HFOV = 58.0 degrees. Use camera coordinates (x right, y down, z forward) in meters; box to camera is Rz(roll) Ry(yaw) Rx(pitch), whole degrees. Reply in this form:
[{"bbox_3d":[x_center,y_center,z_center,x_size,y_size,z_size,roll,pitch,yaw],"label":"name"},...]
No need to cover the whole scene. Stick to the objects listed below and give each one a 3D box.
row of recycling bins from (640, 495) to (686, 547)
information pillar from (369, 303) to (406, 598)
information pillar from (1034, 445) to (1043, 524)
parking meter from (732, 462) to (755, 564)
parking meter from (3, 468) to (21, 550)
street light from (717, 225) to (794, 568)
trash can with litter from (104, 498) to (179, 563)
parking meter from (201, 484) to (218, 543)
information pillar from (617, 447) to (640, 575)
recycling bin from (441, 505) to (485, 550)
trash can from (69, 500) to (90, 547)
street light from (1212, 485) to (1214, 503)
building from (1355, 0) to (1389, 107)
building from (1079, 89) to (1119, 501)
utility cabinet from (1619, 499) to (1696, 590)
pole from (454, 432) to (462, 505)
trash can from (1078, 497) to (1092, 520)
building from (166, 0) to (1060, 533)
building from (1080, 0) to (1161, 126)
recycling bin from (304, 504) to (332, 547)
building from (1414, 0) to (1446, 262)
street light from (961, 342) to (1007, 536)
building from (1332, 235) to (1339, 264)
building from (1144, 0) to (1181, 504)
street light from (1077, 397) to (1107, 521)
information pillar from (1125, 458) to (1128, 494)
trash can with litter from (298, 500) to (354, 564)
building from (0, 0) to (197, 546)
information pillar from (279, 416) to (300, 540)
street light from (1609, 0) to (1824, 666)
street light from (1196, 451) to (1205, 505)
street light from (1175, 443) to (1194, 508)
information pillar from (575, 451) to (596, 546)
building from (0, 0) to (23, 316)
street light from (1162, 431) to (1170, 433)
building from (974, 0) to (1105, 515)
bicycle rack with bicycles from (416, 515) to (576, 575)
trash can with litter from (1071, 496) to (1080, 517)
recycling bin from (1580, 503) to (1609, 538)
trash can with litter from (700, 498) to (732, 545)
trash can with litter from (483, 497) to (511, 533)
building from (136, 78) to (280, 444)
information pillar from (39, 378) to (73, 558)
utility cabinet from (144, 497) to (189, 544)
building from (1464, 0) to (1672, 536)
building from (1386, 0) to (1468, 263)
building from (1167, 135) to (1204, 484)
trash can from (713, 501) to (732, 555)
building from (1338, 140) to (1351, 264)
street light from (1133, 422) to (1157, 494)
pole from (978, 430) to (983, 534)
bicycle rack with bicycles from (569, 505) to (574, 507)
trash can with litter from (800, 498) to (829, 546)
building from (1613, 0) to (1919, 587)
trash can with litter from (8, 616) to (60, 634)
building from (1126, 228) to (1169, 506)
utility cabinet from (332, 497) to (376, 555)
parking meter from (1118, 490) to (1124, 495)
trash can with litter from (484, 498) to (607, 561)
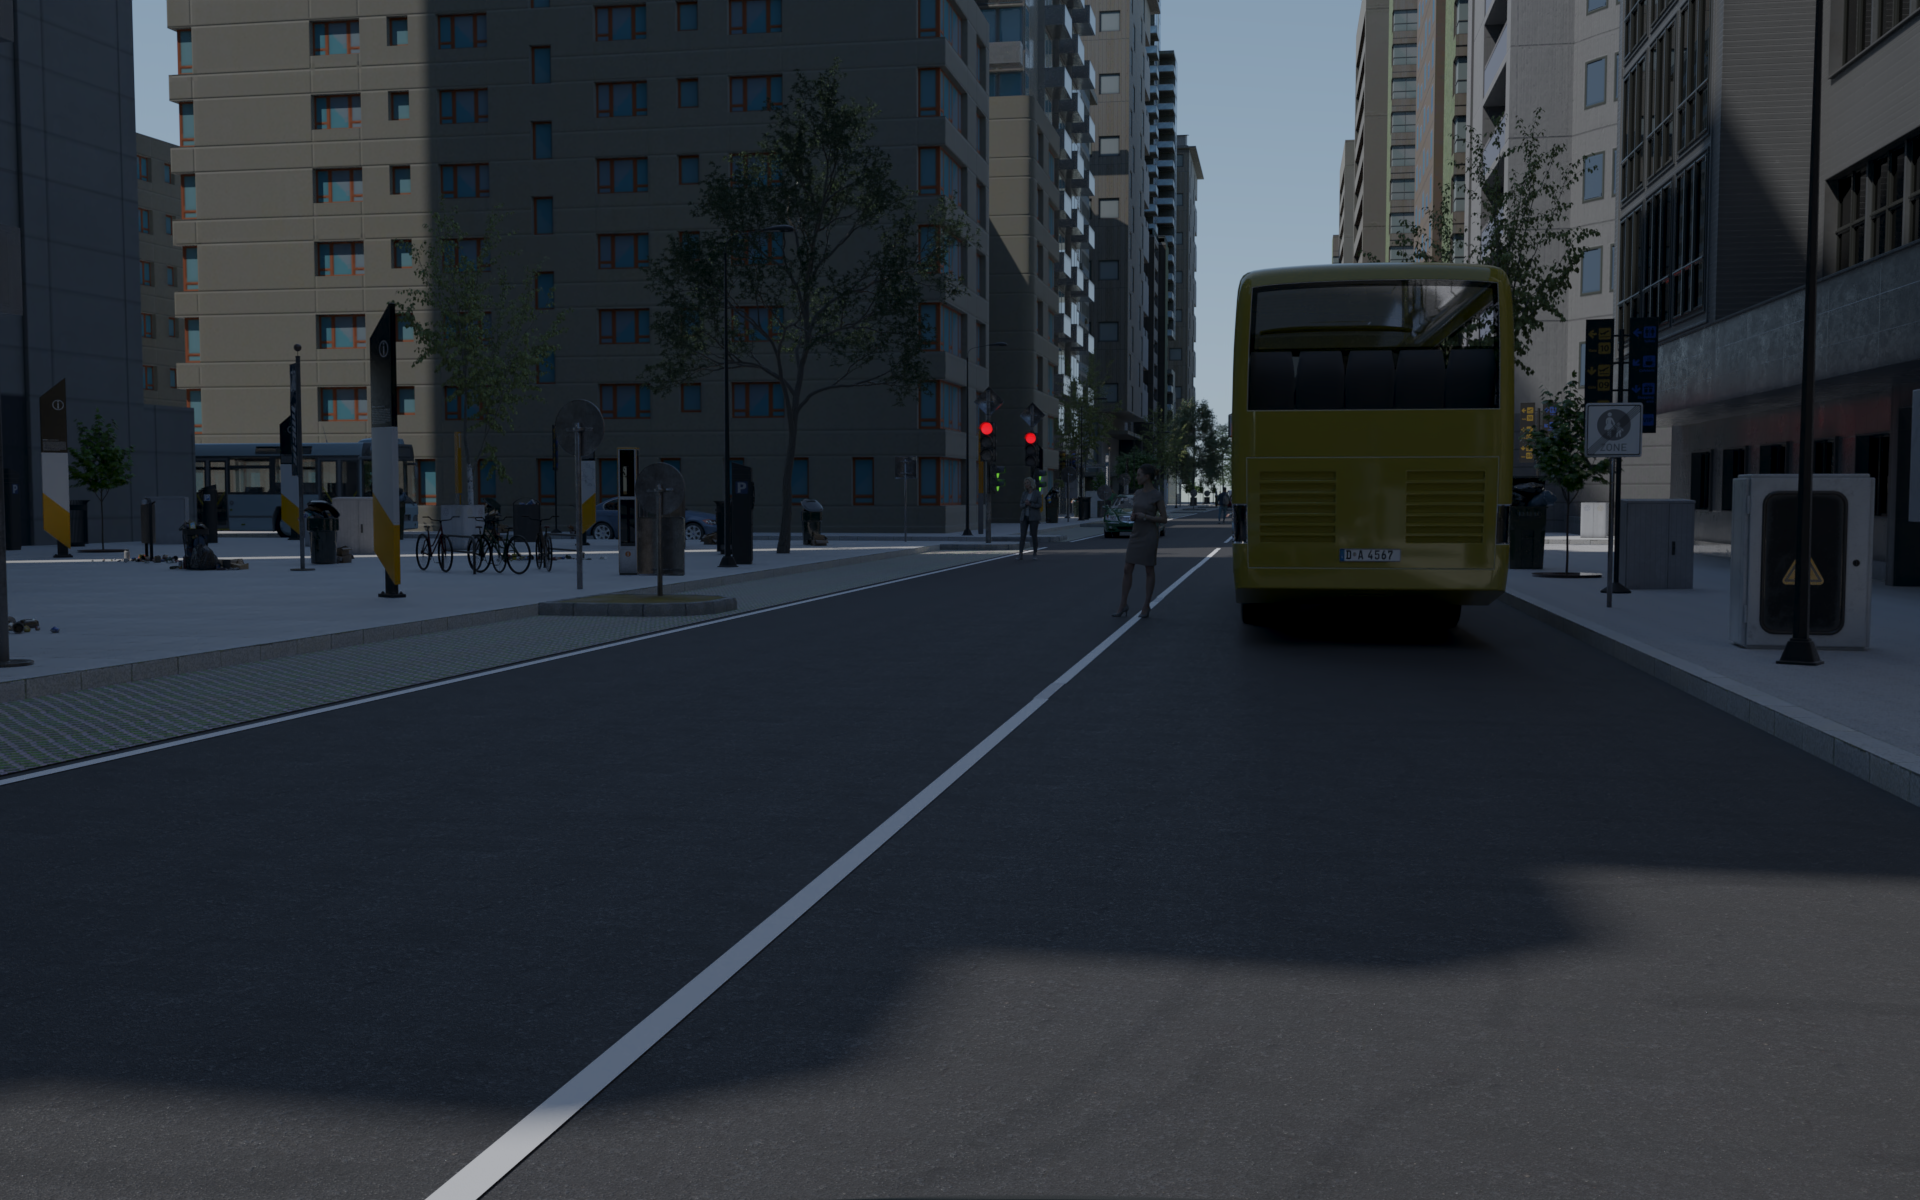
[{"bbox_3d":[-7.318,-2.111,41.634,1.069,1.692,3.534,-1,4,-22],"label":"row of recycling bins"},{"bbox_3d":[-7.118,-1.841,21.460,0.504,3.616,0.183,3,5,41],"label":"information pillar"},{"bbox_3d":[3.369,-5.115,74.991,0.504,3.616,0.183,-2,4,-31],"label":"information pillar"},{"bbox_3d":[-3.953,-1.584,31.615,0.399,1.863,0.255,0,4,0],"label":"parking meter"},{"bbox_3d":[-21.661,-2.068,39.524,0.255,1.863,0.399,0,4,4],"label":"parking meter"},{"bbox_3d":[-3.546,-3.523,30.138,1.470,5.913,1.316,1,4,11],"label":"street light"},{"bbox_3d":[-15.405,-1.329,32.783,1.678,1.210,2.233,-2,4,-35],"label":"trash can with litter"},{"bbox_3d":[-19.649,-2.259,45.338,0.372,1.533,0.369,0,3,0],"label":"parking meter"},{"bbox_3d":[-5.243,-1.403,27.436,0.304,2.012,0.304,0,4,-2],"label":"information pillar"},{"bbox_3d":[-11.485,-1.681,40.031,0.722,1.027,0.722,2,4,25],"label":"recycling bin"},{"bbox_3d":[-21.627,-1.873,42.279,0.748,1.137,0.748,0,3,0],"label":"trash can"},{"bbox_3d":[30.073,-14.537,210.222,1.470,5.913,1.316,1,4,11],"label":"street light"},{"bbox_3d":[46.453,-32.481,154.766,21.300,48.544,21.600,1,4,11],"label":"building"},{"bbox_3d":[-2.303,-27.546,142.265,32.217,40.220,23.993,1,4,11],"label":"building"},{"bbox_3d":[9.400,-0.750,23.428,1.020,1.237,0.306,-1,4,-11],"label":"utility cabinet"},{"bbox_3d":[-16.480,-3.858,56.921,0.158,3.312,0.155,0,3,0],"label":"pole"},{"bbox_3d":[6.212,-4.570,86.369,0.748,1.137,0.748,0,3,0],"label":"trash can"},{"bbox_3d":[-11.421,-13.911,72.480,27.650,21.520,28.899,1,4,11],"label":"building"},{"bbox_3d":[4.022,-35.370,167.537,28.713,52.752,27.495,1,4,11],"label":"building"},{"bbox_3d":[-15.549,-1.827,42.430,0.722,1.027,0.722,2,4,35],"label":"recycling bin"},{"bbox_3d":[34.343,-27.612,101.569,14.600,45.320,14.200,1,4,11],"label":"building"},{"bbox_3d":[0.760,-4.936,53.245,1.470,5.913,1.316,1,4,11],"label":"street light"},{"bbox_3d":[65.426,-36.028,272.644,14.154,41.232,14.086,1,4,11],"label":"building"},{"bbox_3d":[18.582,-56.010,228.433,22.319,86.520,31.000,1,4,11],"label":"building"},{"bbox_3d":[6.380,-6.777,83.337,1.470,5.913,1.316,1,4,11],"label":"street light"},{"bbox_3d":[10.804,-7.389,112.157,0.183,3.616,0.504,-1,4,-9],"label":"information pillar"},{"bbox_3d":[-11.677,-1.259,31.974,0.624,1.170,1.055,1,4,9],"label":"trash can with litter"},{"bbox_3d":[-33.725,-36.747,39.059,20.611,71.187,20.563,1,4,11],"label":"building"},{"bbox_3d":[-18.622,-3.474,48.154,0.504,3.616,0.183,0,4,-3],"label":"information pillar"},{"bbox_3d":[5.825,-2.476,13.029,1.470,5.913,1.316,1,4,11],"label":"street light"},{"bbox_3d":[25.800,-13.134,187.273,1.470,5.913,1.316,1,4,11],"label":"street light"},{"bbox_3d":[20.282,-11.343,157.994,1.470,5.913,1.316,1,4,11],"label":"street light"},{"bbox_3d":[-9.343,-3.168,43.151,0.504,3.616,0.183,0,4,0],"label":"information pillar"},{"bbox_3d":[-23.956,-23.827,9.180,23.786,49.044,30.456,1,4,11],"label":"building"},{"bbox_3d":[14.877,-9.537,128.472,1.470,5.913,1.316,1,4,11],"label":"street light"},{"bbox_3d":[-3.495,-29.897,108.420,23.786,49.044,30.456,1,4,11],"label":"building"},{"bbox_3d":[-7.506,-0.932,28.625,2.852,0.926,2.925,-2,4,-31],"label":"bicycle rack with bicycles"},{"bbox_3d":[6.443,-5.100,94.773,0.624,1.170,1.055,1,4,10],"label":"trash can with litter"},{"bbox_3d":[18.652,-2.344,50.874,0.722,1.027,0.722,2,4,26],"label":"recycling bin"},{"bbox_3d":[-6.095,-1.979,43.745,1.055,1.170,0.624,2,4,28],"label":"trash can with litter"},{"bbox_3d":[-15.231,-2.794,57.077,1.055,1.170,0.624,2,4,32],"label":"trash can with litter"},{"bbox_3d":[-53.975,-14.557,83.046,28.899,21.520,27.650,1,4,11],"label":"building"},{"bbox_3d":[-18.161,-2.656,34.781,0.504,3.616,0.183,-2,4,-35],"label":"information pillar"},{"bbox_3d":[-20.228,-2.020,44.185,1.020,1.237,0.306,0,4,-3],"label":"utility cabinet"},{"bbox_3d":[32.683,-31.559,57.988,28.212,58.520,21.231,1,4,11],"label":"building"},{"bbox_3d":[40.858,-27.749,137.289,14.154,41.232,14.086,1,4,11],"label":"building"},{"bbox_3d":[21.366,-40.993,259.470,28.713,52.752,27.495,1,4,11],"label":"building"},{"bbox_3d":[-4.882,-1.544,36.898,0.748,1.137,0.748,0,3,0],"label":"trash can"},{"bbox_3d":[60.012,-36.700,223.753,21.300,48.544,21.600,1,4,11],"label":"building"},{"bbox_3d":[11.854,-8.564,112.568,1.470,5.913,1.316,1,4,11],"label":"street light"},{"bbox_3d":[0.665,-3.765,55.408,0.158,3.312,0.155,0,3,0],"label":"pole"},{"bbox_3d":[-11.604,-2.665,56.955,2.852,0.926,2.925,0,4,-3],"label":"bicycle rack with bicycles"},{"bbox_3d":[-3.566,-1.947,43.218,0.624,1.170,1.055,-2,4,-28],"label":"trash can with litter"},{"bbox_3d":[18.719,-12.465,22.870,14.314,24.678,30.058,1,4,11],"label":"building"},{"bbox_3d":[-9.139,-0.288,15.763,1.678,1.210,2.233,0,4,-6],"label":"trash can with litter"},{"bbox_3d":[14.996,-25.432,187.510,14.160,30.474,14.107,1,4,11],"label":"building"},{"bbox_3d":[-12.812,-1.569,36.814,1.020,1.237,0.306,1,4,13],"label":"utility cabinet"},{"bbox_3d":[10.279,-6.248,110.559,0.372,1.533,0.369,0,3,0],"label":"parking meter"},{"bbox_3d":[-8.042,-1.386,33.718,2.233,1.210,1.678,0,4,-6],"label":"trash can with litter"}]
